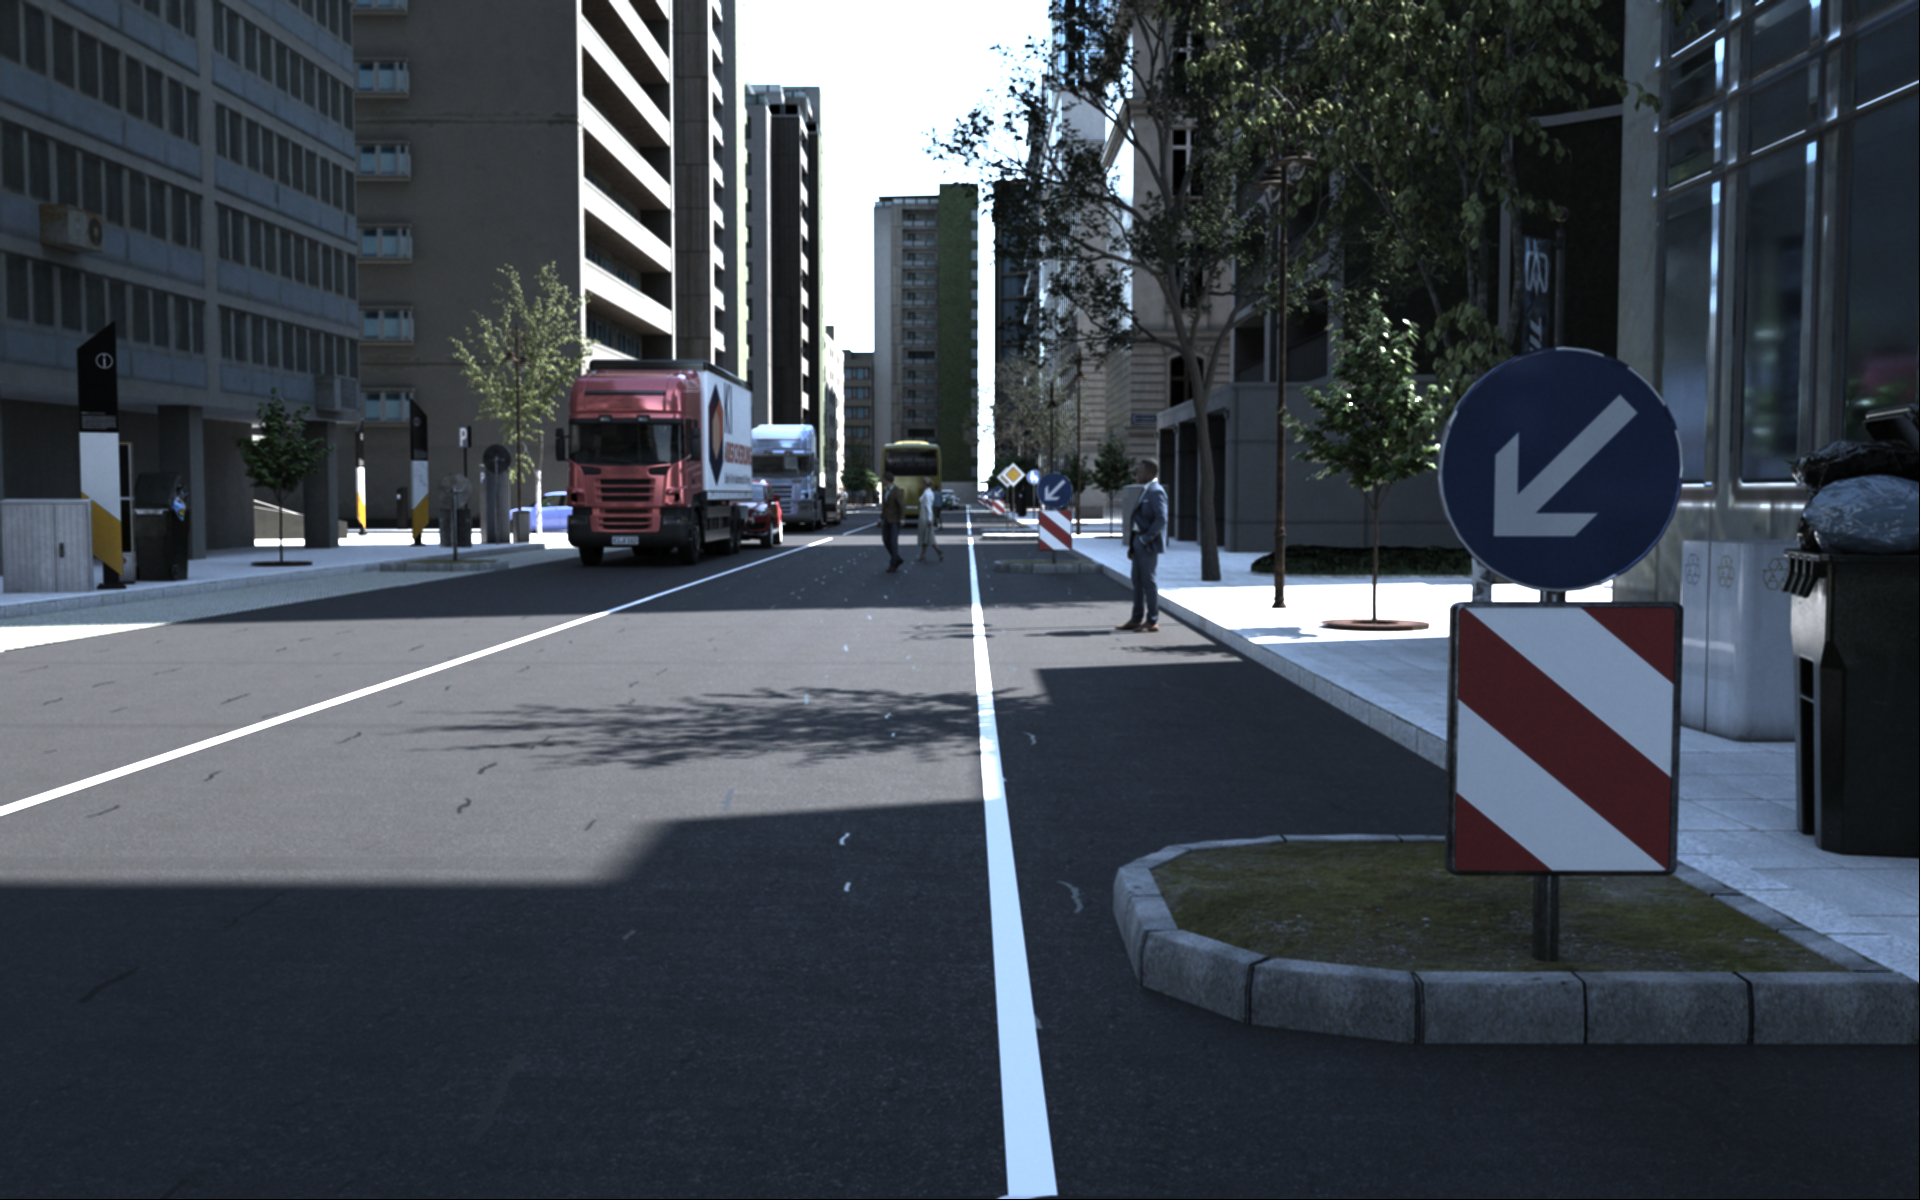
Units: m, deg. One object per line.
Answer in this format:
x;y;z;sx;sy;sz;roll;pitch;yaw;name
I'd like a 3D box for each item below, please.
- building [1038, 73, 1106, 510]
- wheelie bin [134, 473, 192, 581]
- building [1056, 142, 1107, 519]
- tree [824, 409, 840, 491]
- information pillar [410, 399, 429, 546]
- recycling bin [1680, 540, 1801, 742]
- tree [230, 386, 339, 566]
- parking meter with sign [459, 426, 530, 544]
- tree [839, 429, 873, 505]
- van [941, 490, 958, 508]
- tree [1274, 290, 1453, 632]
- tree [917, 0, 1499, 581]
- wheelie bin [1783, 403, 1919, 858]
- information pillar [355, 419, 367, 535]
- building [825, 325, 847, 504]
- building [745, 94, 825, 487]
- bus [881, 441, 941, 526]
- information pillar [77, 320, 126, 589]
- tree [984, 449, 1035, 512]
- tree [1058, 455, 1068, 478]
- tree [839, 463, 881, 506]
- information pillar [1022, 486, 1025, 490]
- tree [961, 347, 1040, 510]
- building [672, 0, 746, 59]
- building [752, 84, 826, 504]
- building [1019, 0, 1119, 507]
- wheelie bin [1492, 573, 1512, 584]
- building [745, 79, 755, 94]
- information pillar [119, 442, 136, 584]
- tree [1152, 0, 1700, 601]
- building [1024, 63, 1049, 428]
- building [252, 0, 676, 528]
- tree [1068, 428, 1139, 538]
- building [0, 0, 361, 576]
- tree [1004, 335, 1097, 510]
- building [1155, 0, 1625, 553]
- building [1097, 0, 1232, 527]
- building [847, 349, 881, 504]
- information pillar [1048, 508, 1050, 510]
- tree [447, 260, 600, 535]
11.658;-21.094;122.376;11.434;29.767;29.804;0;4;0;building
-11.892;-1.090;25.736;0.980;1.594;0.693;0;4;5;wheelie bin
10.710;-15.216;97.933;9.793;20.994;18.267;0;4;0;building
-11.733;-11.687;141.441;4.360;8.622;3.978;0;3;0;tree
-13.361;-3.145;42.784;0.183;3.616;0.504;2;4;30;information pillar
4.363;0.199;9.294;0.722;1.027;0.722;0;4;-3;recycling bin
-12.356;-2.240;31.225;1.663;3.219;1.824;0;3;0;tree
-12.101;-2.989;45.125;1.738;3.016;0.543;-3;5;-41;parking meter with sign
-11.530;-14.935;194.548;4.737;8.622;4.395;0;3;0;tree
-1.269;-10.493;178.565;2.013;2.044;4.112;0;4;2;van
3.849;-1.343;16.567;1.663;3.219;1.824;0;3;0;tree
3.705;-5.582;25.673;8.767;10.594;7.601;0;4;-6;tree
3.381;0.099;6.293;0.693;1.594;0.980;1;4;14;wheelie bin
-18.633;-3.821;53.820;0.183;3.616;0.504;0;4;0;information pillar
-28.760;-21.652;199.046;28.899;21.520;27.650;0;4;0;building
-17.675;-21.835;128.711;14.160;30.474;14.107;0;4;0;building
-2.219;-5.381;79.528;2.896;3.916;12.252;0;4;-1;bus
-11.557;-1.954;23.295;0.504;3.616;0.183;-2;4;-32;information pillar
3.856;-8.713;126.165;4.285;4.588;4.351;0;3;0;tree
4.810;-4.781;72.769;1.663;3.219;1.824;0;3;0;tree
-11.371;-12.326;185.237;4.285;4.588;4.351;0;3;0;tree
4.828;-8.612;132.159;0.183;3.616;0.504;1;4;16;information pillar
5.118;-14.285;143.928;12.009;13.543;11.850;0;3;0;tree
-20.882;-25.831;105.933;14.154;41.232;14.086;0;4;0;building
-20.669;-29.664;168.593;14.154;41.232;14.086;0;4;0;building
17.182;-52.034;163.428;22.319;86.520;31.000;0;4;0;building
7.742;-1.040;24.911;0.693;1.594;0.980;0;4;7;wheelie bin
-29.925;-27.972;149.223;32.217;40.220;23.993;0;4;0;building
-11.940;-1.235;24.680;0.304;2.012;0.304;-1;4;-21;information pillar
3.456;-3.774;12.070;4.737;8.622;4.395;0;3;0;tree
18.681;-35.239;195.773;23.786;49.044;30.456;0;4;0;building
-24.652;-27.516;73.594;21.300;48.544;21.600;0;4;0;building
4.309;-3.425;50.607;1.663;3.219;1.824;0;3;0;tree
-26.135;-20.966;34.671;23.993;40.220;32.217;0;4;0;building
4.134;-8.000;81.165;4.360;8.622;3.978;0;3;0;tree
16.138;-36.823;40.316;20.563;71.187;20.611;0;4;0;building
23.312;-15.340;69.889;34.723;24.649;14.460;0;4;0;building
-25.881;-23.911;235.979;28.899;21.520;27.650;0;4;0;building
4.108;-4.406;76.534;0.304;2.012;0.304;2;4;30;information pillar
-13.412;-6.334;53.931;4.737;8.622;4.395;0;3;0;tree
